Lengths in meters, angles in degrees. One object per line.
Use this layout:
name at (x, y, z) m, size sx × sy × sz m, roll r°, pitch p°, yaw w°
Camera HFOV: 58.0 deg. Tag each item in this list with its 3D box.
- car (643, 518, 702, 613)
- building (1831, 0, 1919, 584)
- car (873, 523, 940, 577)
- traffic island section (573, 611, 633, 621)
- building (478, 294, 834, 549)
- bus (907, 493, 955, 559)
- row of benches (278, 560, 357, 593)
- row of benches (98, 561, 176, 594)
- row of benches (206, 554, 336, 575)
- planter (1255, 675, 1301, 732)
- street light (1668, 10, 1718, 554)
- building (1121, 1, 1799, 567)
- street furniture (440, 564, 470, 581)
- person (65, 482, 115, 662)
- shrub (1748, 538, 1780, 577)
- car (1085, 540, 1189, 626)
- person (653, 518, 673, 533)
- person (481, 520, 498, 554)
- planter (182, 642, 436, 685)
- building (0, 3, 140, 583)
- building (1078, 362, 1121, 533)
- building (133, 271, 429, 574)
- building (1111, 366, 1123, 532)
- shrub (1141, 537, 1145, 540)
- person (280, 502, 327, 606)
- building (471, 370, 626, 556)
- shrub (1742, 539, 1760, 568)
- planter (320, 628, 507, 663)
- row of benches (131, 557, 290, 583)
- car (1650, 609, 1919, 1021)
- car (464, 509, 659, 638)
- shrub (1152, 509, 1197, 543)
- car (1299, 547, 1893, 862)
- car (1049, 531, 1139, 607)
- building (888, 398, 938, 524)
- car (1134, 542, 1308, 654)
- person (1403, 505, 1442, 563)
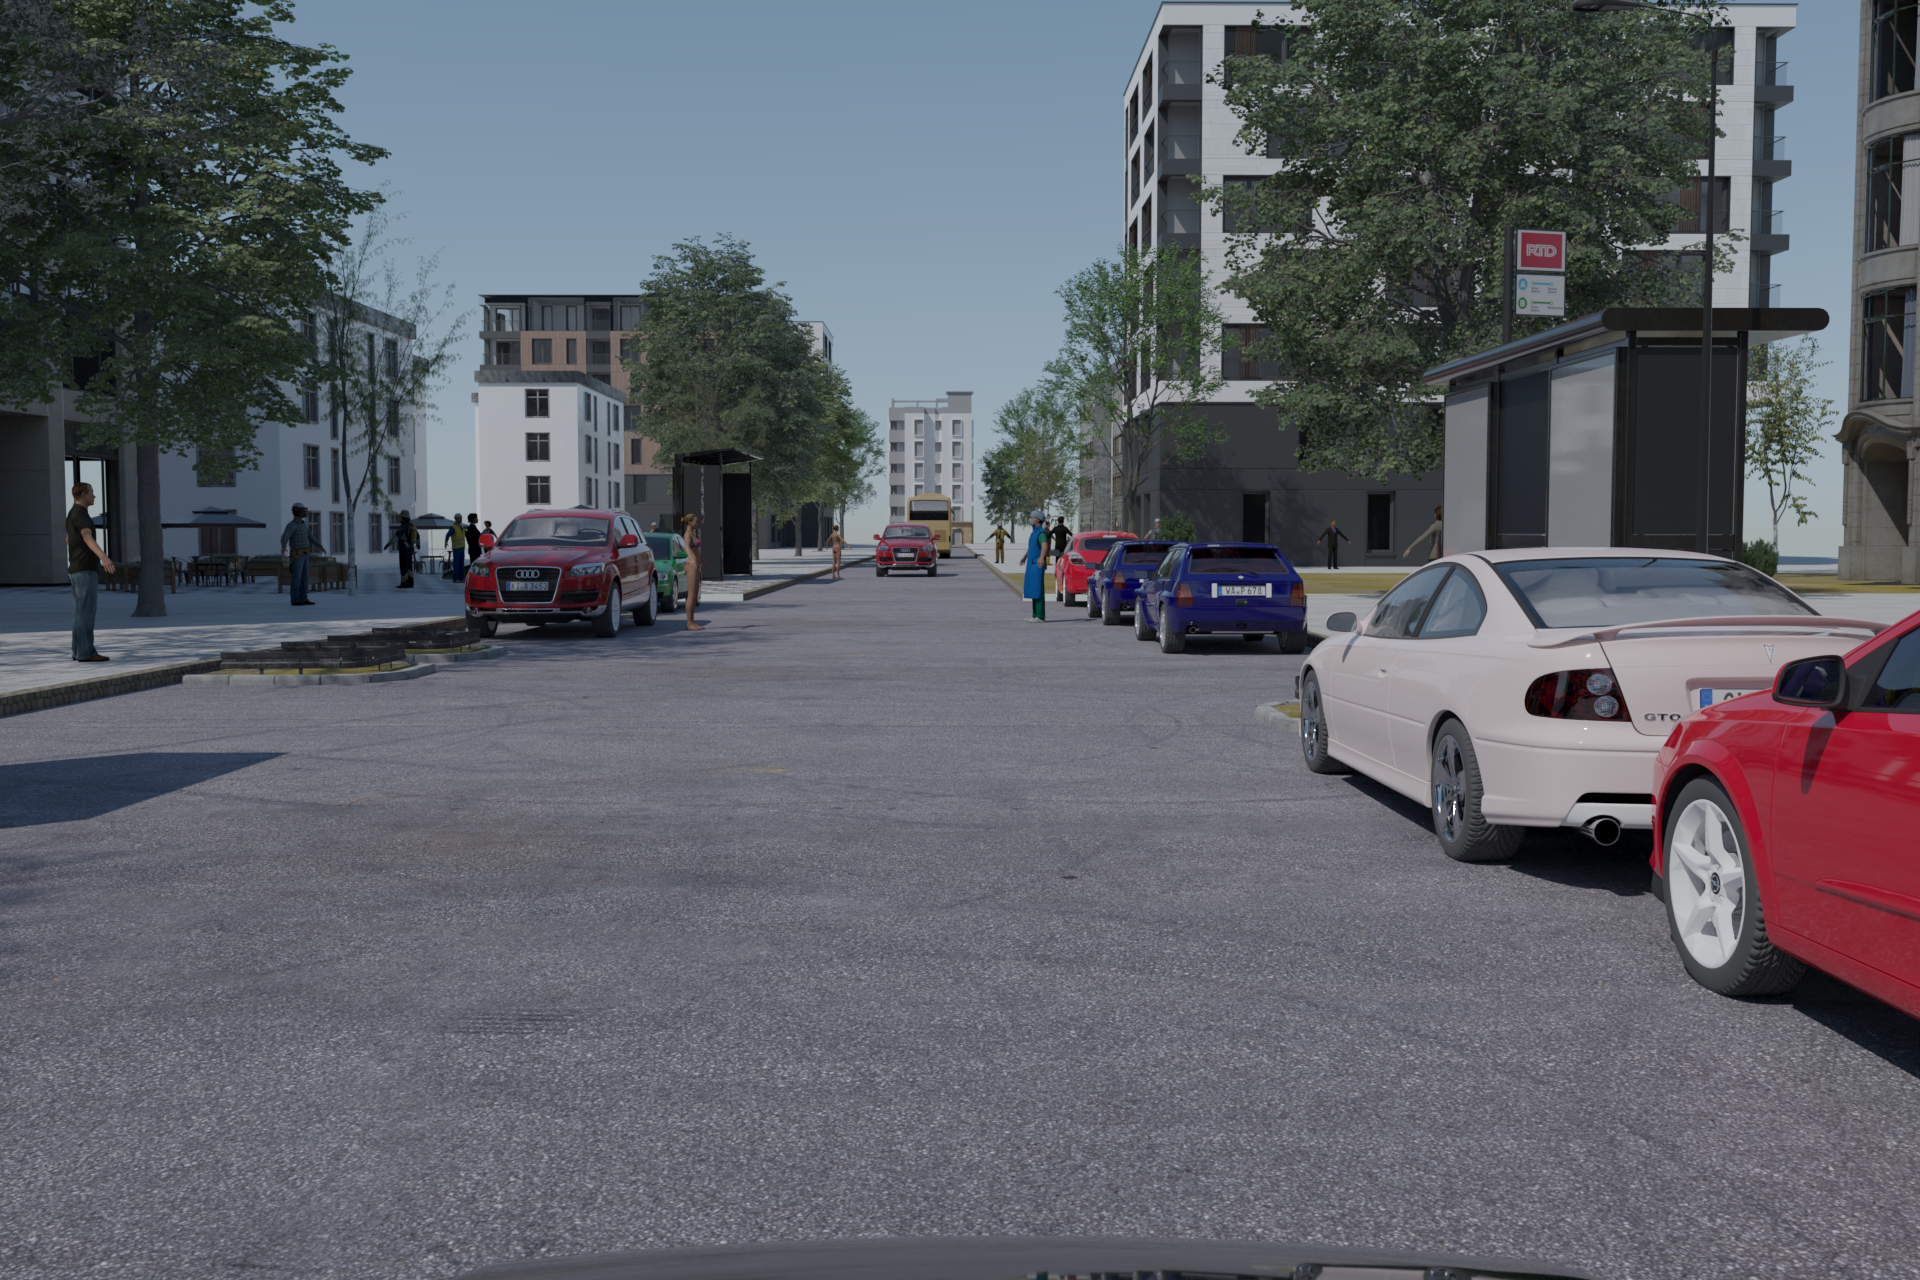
car at (-6.057, -1.478, 32.962) m, size 1.959 × 1.807 × 4.718 m, roll 0°, pitch 3°, yaw 0°
building at (29.002, -12.878, 27.201) m, size 14.369 × 24.946 × 33.146 m, roll 0°, pitch 4°, yaw 0°
car at (-1.808, -3.107, 59.473) m, size 2.281 × 1.827 × 5.304 m, roll 0°, pitch 4°, yaw 0°
traffic island section at (-6.488, -0.406, 29.499) m, size 1.991 × 0.108 × 1.994 m, roll 0°, pitch 4°, yaw 0°
building at (-27.057, -19.585, 164.182) m, size 27.936 × 21.610 × 32.646 m, roll 0°, pitch 3°, yaw 0°
bus at (-1.761, -6.897, 104.305) m, size 2.896 × 3.916 × 12.252 m, roll 0°, pitch 3°, yaw 0°
row of benches at (-14.584, -1.461, 39.352) m, size 1.422 × 0.672 × 4.104 m, roll 0°, pitch 4°, yaw -4°
row of benches at (-18.393, -1.413, 38.571) m, size 1.422 × 0.672 × 4.104 m, roll -3°, pitch 5°, yaw -41°
row of benches at (-21.775, -2.390, 54.539) m, size 4.104 × 0.672 × 1.422 m, roll 0°, pitch 4°, yaw 3°
planter at (3.300, 0.487, 13.174) m, size 1.991 × 0.319 × 1.994 m, roll 0°, pitch 3°, yaw 0°
street light at (7.064, -2.604, 15.118) m, size 1.470 × 5.913 × 1.316 m, roll 0°, pitch 4°, yaw 0°
building at (21.507, -14.638, 83.301) m, size 27.936 × 21.610 × 32.646 m, roll 0°, pitch 4°, yaw -1°
street furniture at (-11.922, -2.205, 51.679) m, size 5.734 × 0.657 × 10.072 m, roll 0°, pitch 4°, yaw 2°
person at (-8.795, -0.687, 17.453) m, size 0.705 × 1.803 × 1.348 m, roll -3°, pitch 4°, yaw -38°
shrub at (22.481, -2.293, 48.608) m, size 1.383 × 1.207 × 1.383 m, roll 0°, pitch 3°, yaw 0°
car at (3.074, -0.973, 28.483) m, size 1.945 × 1.354 × 3.894 m, roll 0°, pitch 4°, yaw -1°
person at (-9.865, -3.137, 57.419) m, size 1.348 × 1.813 × 0.705 m, roll -1°, pitch 4°, yaw -17°
person at (-18.915, -3.862, 69.289) m, size 1.345 × 1.843 × 0.704 m, roll 2°, pitch 4°, yaw 30°
planter at (-6.418, 0.226, 17.437) m, size 1.991 × 0.319 × 1.994 m, roll 0°, pitch 4°, yaw -1°
building at (-31.519, -13.774, 28.406) m, size 19.350 × 26.588 × 34.151 m, roll 0°, pitch 4°, yaw 0°
building at (22.311, -21.316, 179.437) m, size 19.493 × 23.208 × 18.063 m, roll 0°, pitch 4°, yaw -1°
building at (-26.296, -7.788, 69.480) m, size 9.099 × 9.664 × 28.070 m, roll 0°, pitch 3°, yaw 0°
building at (24.148, -20.133, 160.111) m, size 19.493 × 23.208 × 18.063 m, roll 0°, pitch 4°, yaw 0°
shrub at (5.590, -2.529, 52.468) m, size 1.383 × 1.207 × 1.383 m, roll 0°, pitch 3°, yaw 0°
person at (-11.847, -1.547, 31.131) m, size 0.704 × 1.849 × 1.345 m, roll 1°, pitch 4°, yaw 11°
building at (-24.389, -9.839, 103.013) m, size 9.099 × 9.664 × 28.070 m, roll 0°, pitch 4°, yaw -1°
shrub at (19.167, -1.934, 42.733) m, size 1.383 × 1.207 × 1.383 m, roll 0°, pitch 3°, yaw 0°
planter at (-6.404, 0.057, 20.210) m, size 1.991 × 0.319 × 1.994 m, roll 0°, pitch 4°, yaw -1°
row of benches at (-19.539, -1.835, 45.467) m, size 4.104 × 0.672 × 1.422 m, roll 0°, pitch 4°, yaw -1°
car at (3.237, 0.300, 4.131) m, size 2.155 × 1.783 × 4.494 m, roll 0°, pitch 4°, yaw -1°
car at (-5.779, -1.036, 25.607) m, size 2.281 × 1.827 × 5.304 m, roll 0°, pitch 4°, yaw -1°
shrub at (6.921, -3.132, 55.250) m, size 1.661 × 2.075 × 1.752 m, roll 0°, pitch 3°, yaw 0°
car at (3.048, 0.208, 8.968) m, size 2.083 × 1.381 × 4.827 m, roll 0°, pitch 4°, yaw -1°
car at (2.928, -1.622, 35.567) m, size 2.155 × 1.783 × 4.494 m, roll 0°, pitch 3°, yaw 0°
building at (-9.330, -22.865, 232.715) m, size 11.380 × 20.090 × 16.016 m, roll 0°, pitch 4°, yaw -3°
car at (3.253, -0.583, 22.107) m, size 1.945 × 1.354 × 3.894 m, roll 0°, pitch 4°, yaw -1°
person at (7.495, -1.254, 27.257) m, size 1.215 × 1.744 × 0.721 m, roll -2°, pitch 4°, yaw -25°
